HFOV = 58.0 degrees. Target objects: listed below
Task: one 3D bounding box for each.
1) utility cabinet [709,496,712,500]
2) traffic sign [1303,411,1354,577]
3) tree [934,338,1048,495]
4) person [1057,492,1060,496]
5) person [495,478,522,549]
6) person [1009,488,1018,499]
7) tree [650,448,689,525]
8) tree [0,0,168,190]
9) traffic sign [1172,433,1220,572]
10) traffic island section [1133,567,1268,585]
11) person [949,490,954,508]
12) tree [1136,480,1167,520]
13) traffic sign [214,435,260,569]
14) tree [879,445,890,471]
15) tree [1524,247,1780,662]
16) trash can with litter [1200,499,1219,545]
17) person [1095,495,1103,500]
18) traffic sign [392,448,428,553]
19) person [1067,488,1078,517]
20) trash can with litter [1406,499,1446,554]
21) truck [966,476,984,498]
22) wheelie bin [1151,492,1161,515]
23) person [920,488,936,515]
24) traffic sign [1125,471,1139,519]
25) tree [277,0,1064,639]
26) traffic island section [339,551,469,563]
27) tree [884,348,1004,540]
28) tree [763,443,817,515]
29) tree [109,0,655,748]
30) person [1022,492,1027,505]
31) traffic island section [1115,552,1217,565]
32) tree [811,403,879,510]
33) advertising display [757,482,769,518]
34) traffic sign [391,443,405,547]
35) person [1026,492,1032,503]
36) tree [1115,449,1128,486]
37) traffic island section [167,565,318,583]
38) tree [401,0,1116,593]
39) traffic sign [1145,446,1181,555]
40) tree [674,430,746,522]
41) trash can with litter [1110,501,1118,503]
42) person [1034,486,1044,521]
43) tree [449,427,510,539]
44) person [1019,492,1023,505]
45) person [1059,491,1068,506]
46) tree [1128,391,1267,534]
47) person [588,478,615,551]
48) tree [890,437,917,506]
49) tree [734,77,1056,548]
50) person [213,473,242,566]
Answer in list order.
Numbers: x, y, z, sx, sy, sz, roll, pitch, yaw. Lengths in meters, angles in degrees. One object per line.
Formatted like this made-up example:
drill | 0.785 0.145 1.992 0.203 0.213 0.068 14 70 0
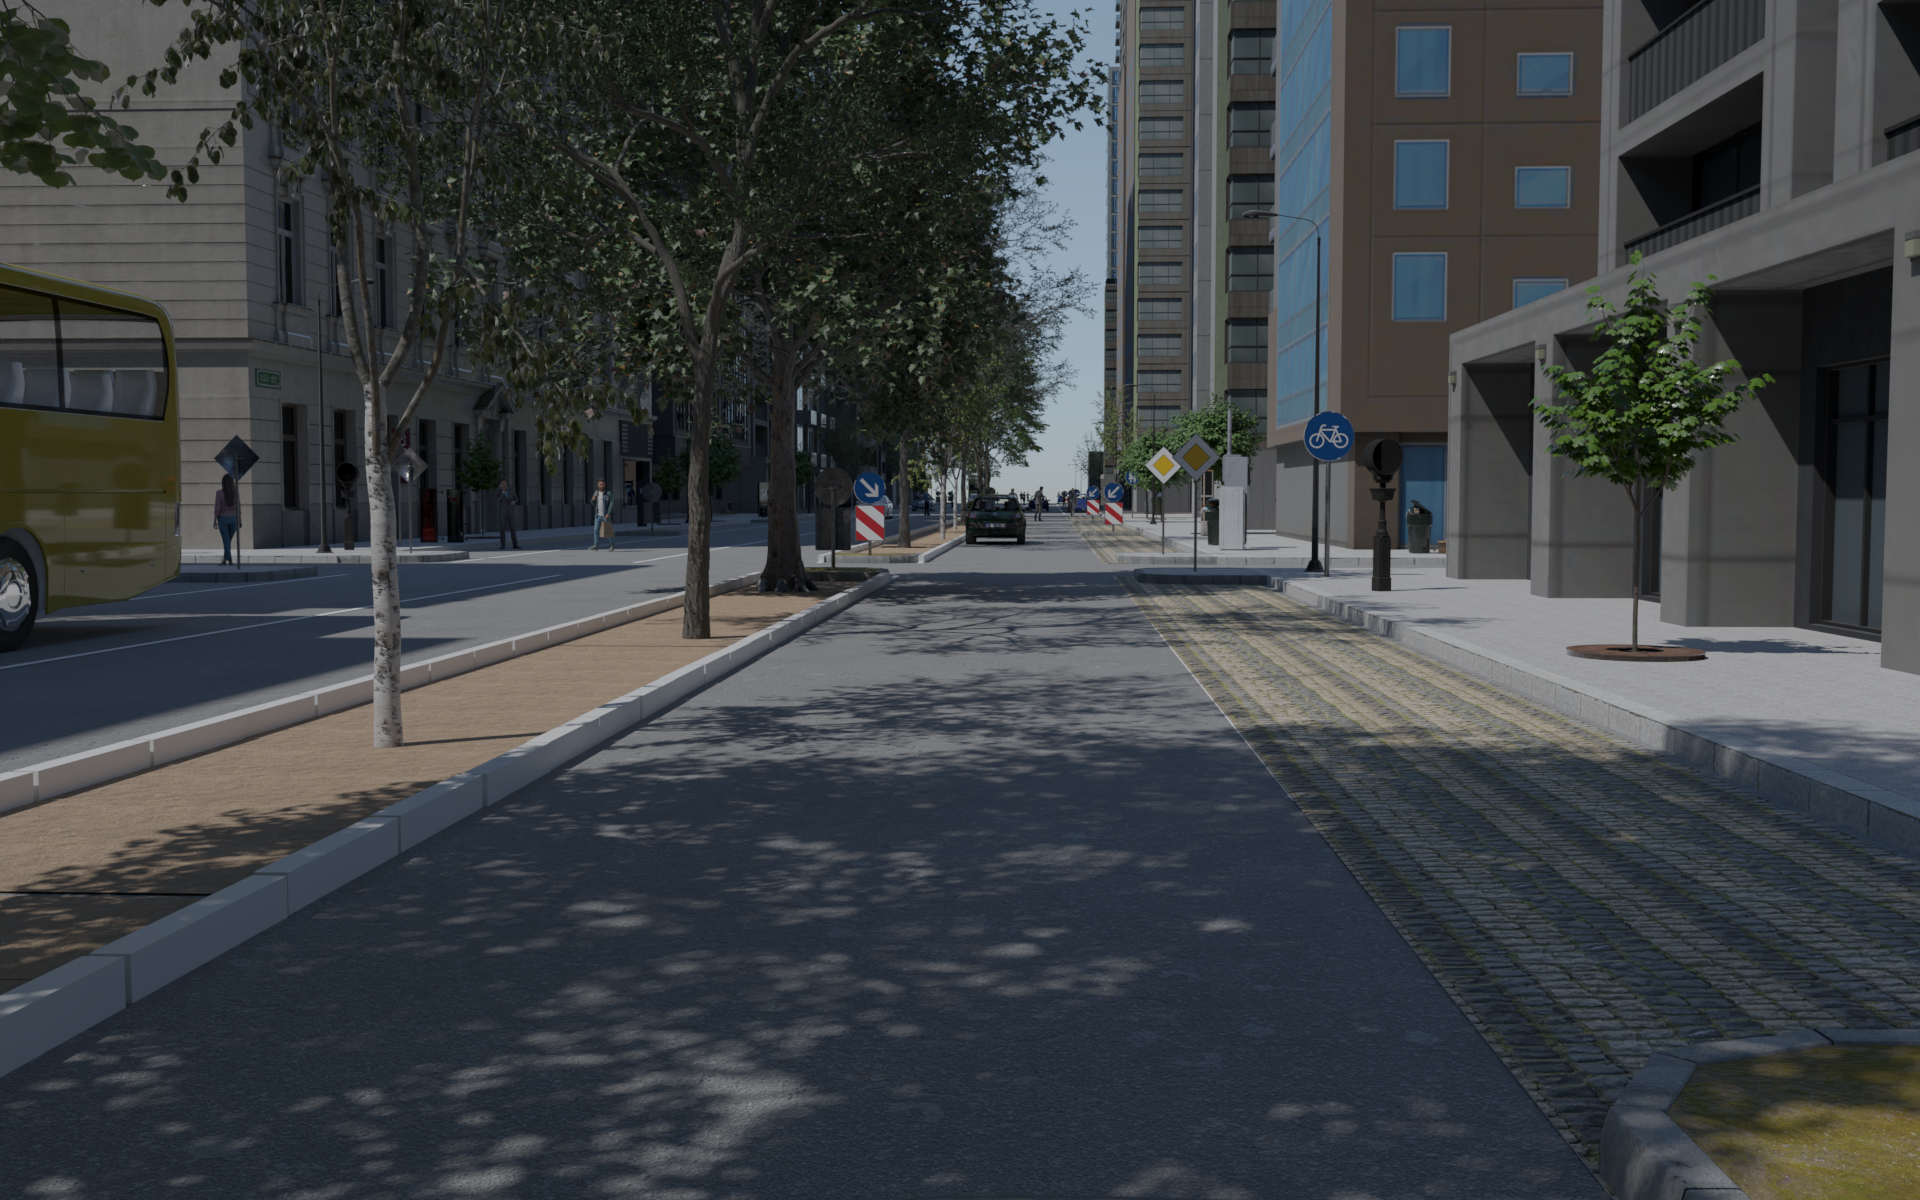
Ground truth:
utility cabinet | -12.803 -4.568 85.848 1.020 1.237 0.306 -2 4 -29
traffic sign | 5.684 -1.630 26.758 0.768 2.556 0.104 1 4 10
tree | 1.541 -10.455 99.159 9.928 11.665 9.643 0 3 0
person | 15.130 -15.668 264.669 0.705 1.824 1.348 -1 4 -20
person | -11.773 -2.254 45.151 0.655 1.846 0.447 -2 4 -28
person | 2.975 -5.533 99.369 0.661 1.777 0.834 -2 4 -28
tree | -12.040 -4.757 72.379 1.663 3.219 1.824 0 3 0
tree | -3.498 -5.046 3.093 7.486 12.596 7.792 0 3 0
traffic sign | 3.891 -1.527 28.608 0.795 2.450 0.064 0 4 3
traffic island section | 3.915 -0.392 28.684 2.009 0.180 2.903 0 4 3
person | -0.857 -10.648 182.585 0.705 1.826 1.348 1 4 20
tree | 9.964 -5.652 87.018 1.663 3.219 1.824 0 3 0
traffic sign | -12.281 -1.578 29.443 0.795 2.450 0.064 0 4 3
tree | -8.558 -11.663 141.059 4.360 8.622 3.978 0 3 0
tree | 5.343 -1.172 13.760 1.663 3.219 1.824 0 3 0
trash can with litter | 6.551 -1.965 43.515 0.624 1.170 1.055 3 5 43
person | 15.143 -11.190 191.468 1.348 1.823 0.705 0 4 6
traffic sign | -11.878 -2.066 37.418 0.795 2.450 0.064 0 4 3
person | 7.015 -6.106 108.433 0.694 1.812 0.767 1 4 20
trash can with litter | 10.175 -1.592 37.415 1.055 1.170 0.624 1 4 12
truck | 2.477 -16.464 258.099 2.839 4.237 11.283 0 4 1
wheelie bin | 12.019 -5.938 104.992 0.980 1.594 0.693 3 5 42
person | -2.216 -6.642 117.083 1.348 1.826 0.705 -3 5 -40
traffic sign | 9.006 -5.522 90.385 0.768 2.556 0.104 1 4 12
tree | -2.642 -4.866 16.425 8.767 10.594 7.601 0 4 3
traffic island section | -11.902 -0.930 37.481 2.009 0.180 2.903 0 4 3
tree | -0.565 -6.204 54.252 4.737 8.622 4.395 0 3 0
tree | -10.505 -7.557 107.269 4.285 4.588 4.351 0 3 0
tree | -3.225 -3.454 9.287 4.360 8.622 3.978 0 3 0
person | 8.264 -12.944 220.841 0.721 1.736 1.217 3 5 44
traffic island section | 4.318 -0.879 36.659 2.009 0.180 2.903 0 4 3
tree | -9.081 -11.051 131.039 4.360 8.622 3.978 0 3 0
advertising display | -10.691 -5.441 94.180 0.123 1.923 0.974 2 4 26
traffic sign | -13.622 -2.572 42.060 0.884 2.594 0.081 1 4 11
person | 9.463 -14.199 241.371 1.217 1.743 0.721 0 4 -2
tree | 9.185 -5.795 78.458 4.285 4.588 4.351 0 3 0
traffic island section | -12.305 -0.442 29.506 2.009 0.180 2.903 0 4 3
tree | -2.598 -6.458 25.058 9.611 12.733 9.660 0 3 0
traffic sign | 4.294 -2.015 36.582 0.795 2.450 0.064 0 4 3
tree | -11.719 -5.971 81.336 4.285 4.588 4.351 0 3 0
trash can with litter | 9.883 -6.014 109.710 0.624 1.170 1.055 -1 4 -15
person | 4.229 -5.126 92.114 0.447 1.846 0.655 -3 5 -43
tree | -13.892 -3.381 49.886 1.663 3.219 1.824 0 3 0
person | 8.174 -13.412 228.230 0.683 1.767 0.568 0 4 2
person | 12.081 -11.775 201.036 1.348 1.823 0.705 3 5 39
tree | 8.200 -4.392 55.516 4.285 4.588 4.351 0 3 0
person | -8.822 -2.106 42.924 0.794 1.824 0.713 3 4 36
tree | -6.548 -14.351 184.993 4.360 8.622 3.978 0 3 0
tree | -1.499 -8.126 45.682 12.009 13.543 11.850 0 3 0
person | -13.841 -1.484 32.770 0.388 1.821 0.555 2 4 33
